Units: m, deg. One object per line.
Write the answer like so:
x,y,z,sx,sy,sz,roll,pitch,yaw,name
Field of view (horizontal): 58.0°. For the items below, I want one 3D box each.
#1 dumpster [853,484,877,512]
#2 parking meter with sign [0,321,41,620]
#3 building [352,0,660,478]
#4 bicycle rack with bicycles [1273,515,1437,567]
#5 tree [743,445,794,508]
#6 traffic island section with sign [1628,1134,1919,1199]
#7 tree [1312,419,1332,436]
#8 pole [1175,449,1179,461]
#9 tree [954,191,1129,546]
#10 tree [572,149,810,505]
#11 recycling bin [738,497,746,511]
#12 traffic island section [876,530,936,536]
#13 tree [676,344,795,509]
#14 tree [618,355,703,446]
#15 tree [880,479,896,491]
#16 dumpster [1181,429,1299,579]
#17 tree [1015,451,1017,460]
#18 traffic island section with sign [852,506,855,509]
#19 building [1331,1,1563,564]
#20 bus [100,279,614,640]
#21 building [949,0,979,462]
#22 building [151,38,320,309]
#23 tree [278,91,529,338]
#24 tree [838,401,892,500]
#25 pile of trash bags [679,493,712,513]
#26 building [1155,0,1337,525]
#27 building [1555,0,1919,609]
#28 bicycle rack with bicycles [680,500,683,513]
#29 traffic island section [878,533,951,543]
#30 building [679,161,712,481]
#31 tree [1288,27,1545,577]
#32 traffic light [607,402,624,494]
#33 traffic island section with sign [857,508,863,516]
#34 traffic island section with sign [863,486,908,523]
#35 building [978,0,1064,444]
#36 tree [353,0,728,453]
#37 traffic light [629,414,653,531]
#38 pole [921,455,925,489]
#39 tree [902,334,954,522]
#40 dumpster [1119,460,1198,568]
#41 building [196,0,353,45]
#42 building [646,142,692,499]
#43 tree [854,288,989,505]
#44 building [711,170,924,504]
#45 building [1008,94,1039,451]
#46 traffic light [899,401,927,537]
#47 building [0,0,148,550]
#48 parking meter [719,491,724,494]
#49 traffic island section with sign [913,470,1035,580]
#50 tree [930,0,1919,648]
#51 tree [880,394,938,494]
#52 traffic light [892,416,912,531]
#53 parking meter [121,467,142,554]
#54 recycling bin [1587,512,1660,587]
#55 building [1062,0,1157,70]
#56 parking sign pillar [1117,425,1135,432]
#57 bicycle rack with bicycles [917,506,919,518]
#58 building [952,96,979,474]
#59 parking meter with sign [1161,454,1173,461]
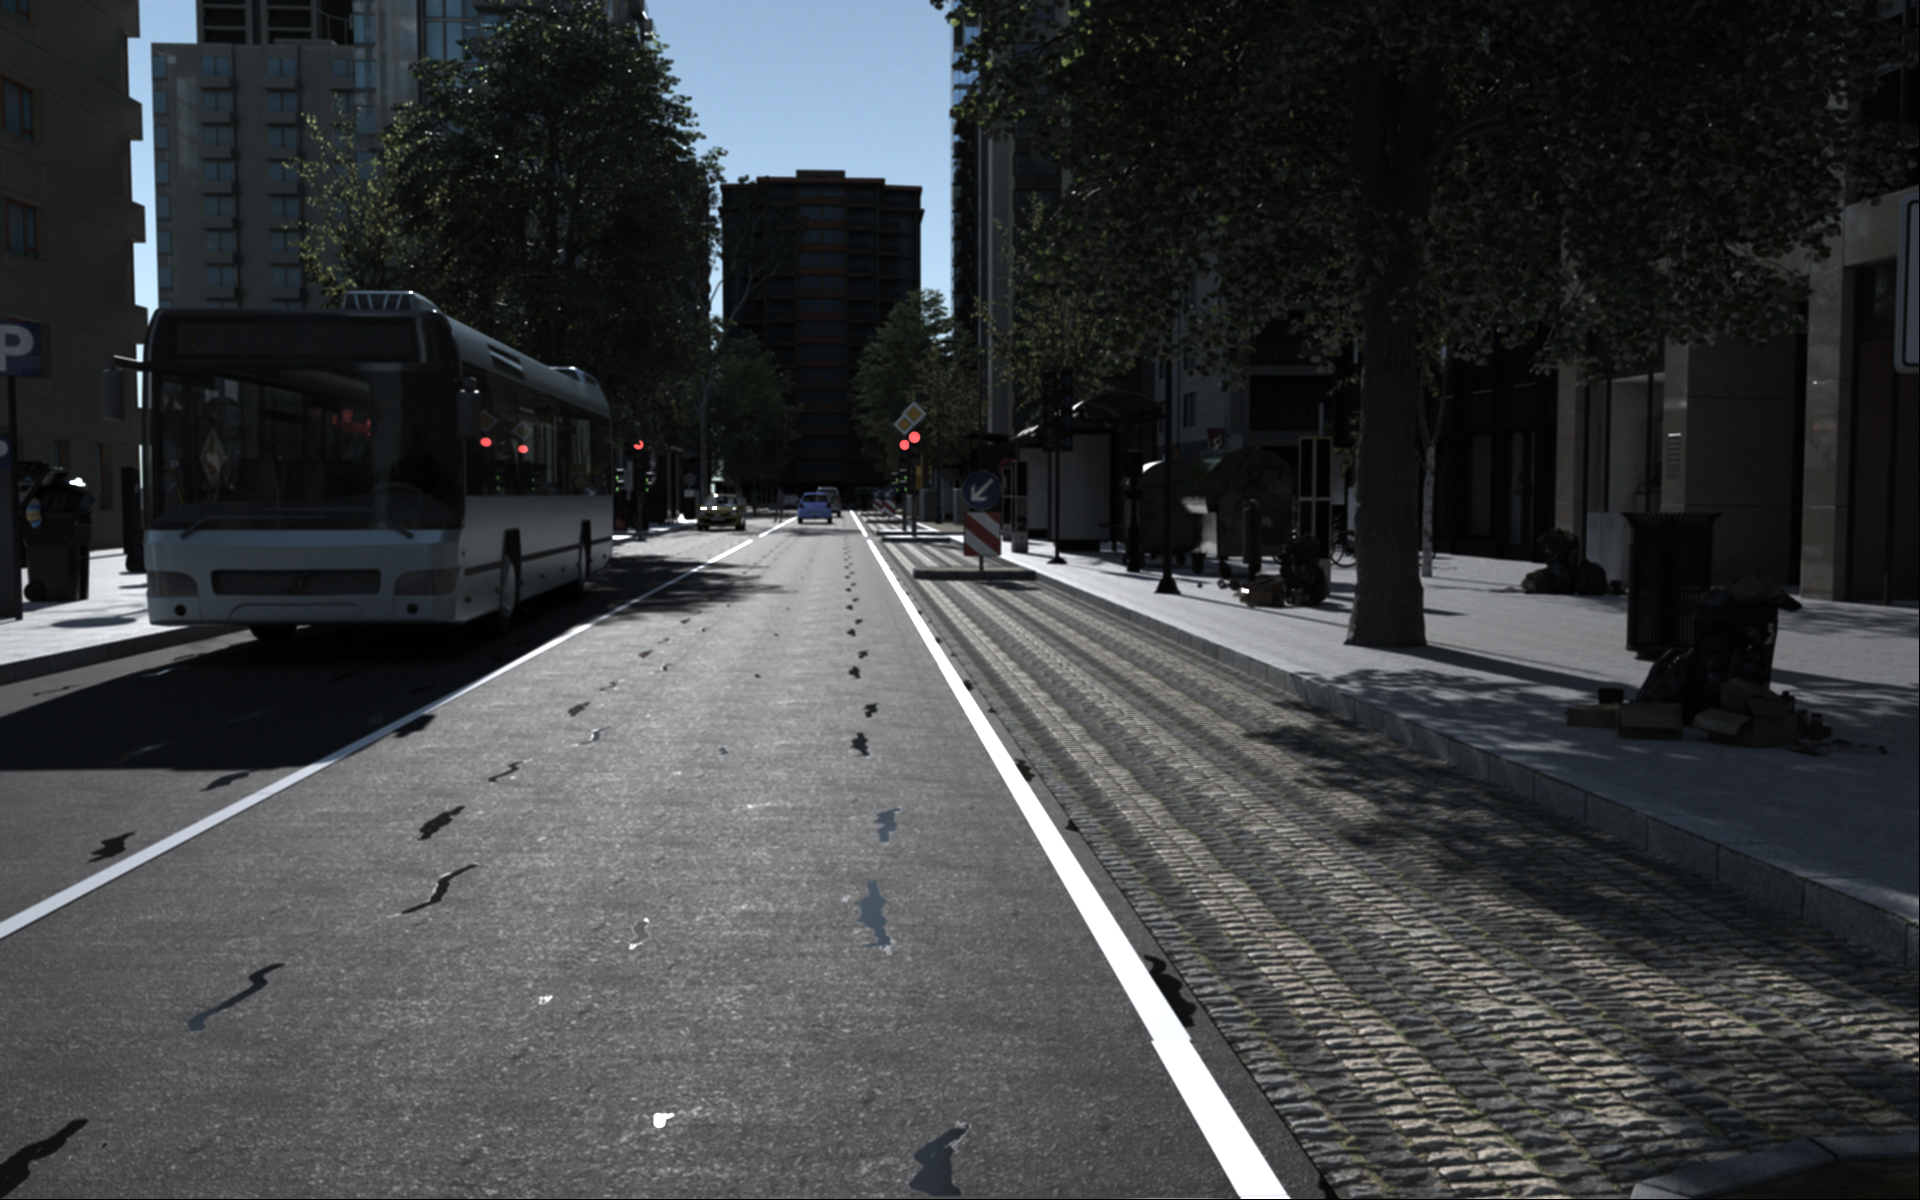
-7.766,-8.411,142.478,1.985,2.255,1.502,0,4,-5,dumpster
-10.177,-1.338,18.141,1.738,3.016,0.543,3,5,45,parking meter with sign
-37.773,-32.291,147.563,23.786,49.044,30.456,0,4,-4,building
7.058,-1.085,31.119,2.925,0.926,2.852,1,4,9,bicycle rack with bicycles
-21.799,-15.042,196.294,4.737,8.622,4.395,0,3,0,tree
2.068,0.379,2.436,1.989,1.847,2.006,0,4,-4,traffic island section with sign
14.559,-5.002,65.497,4.285,4.588,4.351,0,3,0,tree
9.823,-5.176,78.474,0.158,3.312,0.155,0,3,0,pole
2.343,-5.609,42.067,4.360,8.622,3.978,0,3,0,tree
-15.461,-14.613,94.803,12.611,20.169,13.585,0,3,0,tree
-16.579,-7.216,130.532,0.722,1.027,0.722,2,4,24,recycling bin
-1.908,-2.322,60.247,2.009,0.180,2.903,0,4,-4,traffic island section
-15.854,-11.893,120.214,9.928,11.665,9.643,0,3,0,tree
-14.054,-8.010,81.326,4.360,8.622,3.978,0,3,0,tree
-8.010,-11.997,190.753,1.663,3.219,1.824,0,3,0,tree
4.373,-1.499,27.002,1.502,2.255,1.985,0,4,-4,dumpster
2.913,-7.578,107.612,4.285,4.588,4.351,0,3,0,tree
-8.885,-9.366,161.763,1.989,1.847,2.006,0,4,-4,traffic island section with sign
16.381,-12.690,37.156,12.332,23.373,15.834,0,4,-4,building
-6.003,-1.534,19.946,2.948,3.499,13.247,0,4,-5,bus
10.389,-56.548,237.230,31.000,86.520,22.319,0,4,-4,building
-68.836,-34.616,185.583,30.456,49.044,23.786,0,4,-4,building
-10.568,-5.018,32.407,4.360,8.622,3.978,0,3,0,tree
-9.059,-18.286,209.338,12.009,13.543,11.850,0,3,0,tree
-18.230,-6.705,119.384,3.447,1.369,1.912,3,5,39,pile of trash bags
20.960,-39.171,78.705,20.611,71.187,20.563,0,4,-4,building
20.606,-12.670,11.667,19.350,26.468,34.151,0,4,-4,building
-18.541,-6.270,115.893,2.925,0.926,2.852,2,4,35,bicycle rack with bicycles
-1.360,-1.835,52.281,2.009,0.180,2.903,0,4,-4,traffic island section
-40.819,-35.551,231.363,14.200,45.320,14.600,0,4,-4,building
7.211,-4.677,26.838,4.360,8.622,3.978,0,3,0,tree
-10.440,-3.829,51.528,0.839,4.253,0.868,0,4,-4,traffic light
-5.481,-6.332,112.157,1.989,1.847,2.006,0,4,-4,traffic island section with sign
-3.596,-4.658,84.788,1.989,1.847,2.006,0,4,-4,traffic island section with sign
12.223,-37.841,160.702,21.231,58.520,28.212,0,4,-4,building
-10.363,-8.375,43.588,9.857,13.997,8.962,0,3,0,tree
-10.988,-4.316,59.495,0.839,4.253,0.868,0,4,-4,traffic light
-1.926,-5.881,89.995,0.158,3.312,0.155,0,3,0,pole
-0.539,-7.965,80.585,4.360,8.622,3.978,0,3,0,tree
3.570,-1.519,30.592,1.264,1.857,1.865,0,4,-4,dumpster
-87.274,-48.443,230.287,20.611,71.187,20.563,0,4,-4,building
-40.980,-30.113,184.221,23.993,40.220,32.217,0,4,-4,building
-2.296,-10.888,96.139,7.486,12.596,7.792,0,3,0,tree
-19.608,-35.608,236.816,28.867,44.769,22.147,0,4,-4,building
10.367,-21.861,129.136,14.160,30.474,14.107,0,4,-4,building
-1.401,-3.868,52.164,0.839,4.253,0.868,0,4,-4,traffic light
-33.675,-11.192,28.027,28.899,21.520,27.650,0,4,-4,building
-17.141,-7.113,124.700,0.372,1.533,0.369,0,3,0,parking meter
0.205,-1.281,29.567,1.989,1.847,2.006,0,4,-4,traffic island section with sign
3.745,-6.586,14.343,9.857,13.997,8.962,0,3,0,tree
-3.574,-10.171,116.662,4.737,8.622,4.395,0,3,0,tree
-1.949,-4.355,60.130,0.839,4.253,0.868,0,4,-4,traffic light
-17.893,-1.939,37.417,0.255,1.863,0.399,0,4,0,parking meter
9.273,-0.713,24.213,0.722,1.027,0.722,-1,4,-17,recycling bin
12.535,-20.046,99.446,14.160,30.474,14.107,0,4,-4,building
5.180,-3.890,52.076,1.447,3.967,1.447,2,4,29,parking sign pillar
-1.107,-4.866,92.947,2.925,0.926,2.852,-2,4,-32,bicycle rack with bicycles
10.586,-32.724,189.664,22.147,44.769,28.867,0,4,-4,building
8.907,-4.837,75.347,0.543,3.016,1.738,0,4,1,parking meter with sign
